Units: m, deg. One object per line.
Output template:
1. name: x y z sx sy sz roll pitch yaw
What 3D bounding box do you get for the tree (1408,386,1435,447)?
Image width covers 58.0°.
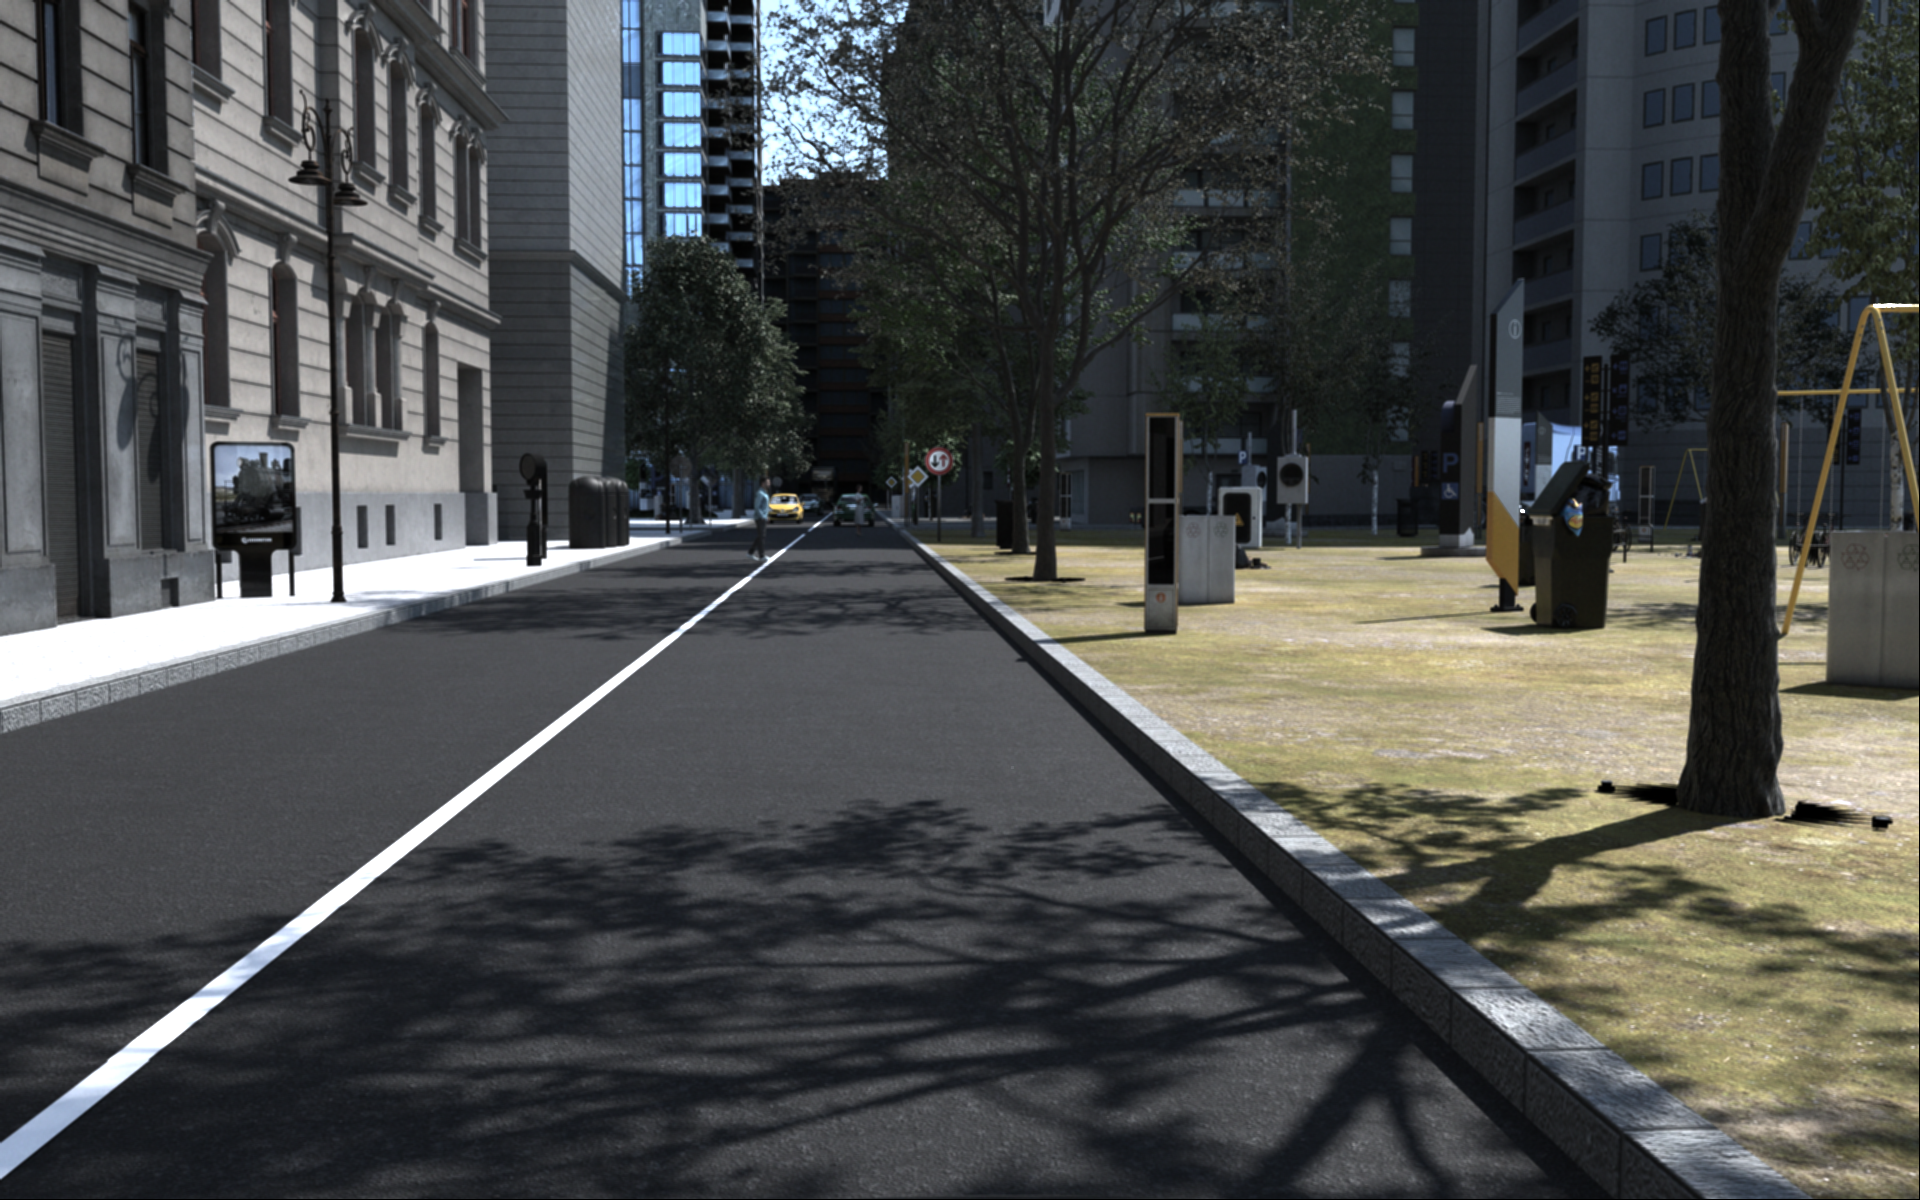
1. tree: 20.764 -8.238 85.049 4.737 8.622 4.395 0 3 0

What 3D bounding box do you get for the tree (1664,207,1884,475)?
1. tree: 18.868 -5.595 41.841 4.360 8.622 3.978 0 3 0

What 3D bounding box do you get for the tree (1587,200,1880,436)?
1. tree: 24.428 -7.333 54.308 8.767 10.594 7.601 0 3 0

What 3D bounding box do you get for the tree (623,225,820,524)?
1. tree: -11.506 -9.602 74.005 9.611 12.733 9.660 0 3 0

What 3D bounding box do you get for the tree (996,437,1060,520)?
1. tree: 3.206 -6.279 86.367 4.285 4.588 4.351 0 3 0

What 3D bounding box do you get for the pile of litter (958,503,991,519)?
1. pile of litter: 0.778 -4.672 90.360 1.719 0.858 1.176 0 4 5

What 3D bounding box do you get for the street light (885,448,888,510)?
1. street light: -6.074 -10.402 142.865 0.468 5.910 1.993 0 4 -3

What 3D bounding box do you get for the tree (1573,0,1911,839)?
1. tree: 3.319 -4.950 6.684 9.928 11.665 9.643 0 3 0

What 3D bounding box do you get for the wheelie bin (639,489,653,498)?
1. wheelie bin: -21.038 -6.604 115.887 0.980 1.594 0.693 1 4 9

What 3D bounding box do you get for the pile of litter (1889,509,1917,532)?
1. pile of litter: 27.154 -2.188 49.731 1.176 0.858 1.719 -1 4 -21

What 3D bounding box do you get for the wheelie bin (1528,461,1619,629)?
1. wheelie bin: 5.926 -0.541 16.760 0.693 1.594 0.980 0 4 -2

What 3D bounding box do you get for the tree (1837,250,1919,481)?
1. tree: 24.452 -5.596 41.860 4.360 8.622 3.978 0 3 0

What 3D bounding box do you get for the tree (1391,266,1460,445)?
1. tree: 13.406 -6.398 54.963 4.360 8.622 3.978 0 3 0

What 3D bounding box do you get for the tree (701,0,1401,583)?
1. tree: 1.376 -7.027 25.257 12.009 13.543 11.850 0 3 0

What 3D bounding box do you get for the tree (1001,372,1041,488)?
1. tree: 4.640 -9.003 97.559 4.360 8.622 3.978 0 3 0

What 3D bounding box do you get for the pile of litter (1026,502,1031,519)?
1. pile of litter: 3.277 -4.693 90.689 1.719 0.858 1.176 -3 5 -40

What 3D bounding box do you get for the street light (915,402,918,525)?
1. street light: -1.797 -6.025 71.302 0.468 5.910 1.993 0 4 -3

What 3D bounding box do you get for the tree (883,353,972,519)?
1. tree: -1.280 -8.423 88.080 4.737 8.622 4.395 0 3 0

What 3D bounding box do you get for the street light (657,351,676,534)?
1. street light: -9.468 -5.088 55.973 0.468 5.910 1.993 0 4 -3

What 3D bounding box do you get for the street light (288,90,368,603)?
1. street light: -7.382 -2.912 20.392 0.468 5.910 1.993 0 4 -3

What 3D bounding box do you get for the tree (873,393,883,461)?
1. tree: -2.504 -8.928 96.341 4.737 8.622 4.395 0 3 0

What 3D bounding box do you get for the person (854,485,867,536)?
1. person: -3.403 -3.108 59.892 0.524 1.755 0.480 1 4 18

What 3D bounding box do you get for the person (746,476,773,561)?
1. person: -4.334 -1.764 37.360 0.620 1.820 0.660 0 4 -2

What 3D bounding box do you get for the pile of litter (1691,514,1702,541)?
1. pile of litter: 20.705 -2.049 47.463 1.176 0.858 1.719 -1 4 -9

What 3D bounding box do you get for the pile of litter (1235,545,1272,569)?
1. pile of litter: 4.632 -0.998 30.276 1.176 0.858 1.719 -2 4 -34

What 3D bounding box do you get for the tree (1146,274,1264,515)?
1. tree: 8.376 -6.607 58.389 4.737 8.622 4.395 0 3 0

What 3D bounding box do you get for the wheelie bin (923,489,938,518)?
1. wheelie bin: -1.587 -5.268 94.040 0.693 1.594 0.980 1 4 16

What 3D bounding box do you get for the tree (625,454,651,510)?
1. tree: -26.313 -9.570 140.181 4.285 4.588 4.351 0 3 0

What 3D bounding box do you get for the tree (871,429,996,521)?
1. tree: -1.328 -6.029 82.293 4.285 4.588 4.351 0 3 0

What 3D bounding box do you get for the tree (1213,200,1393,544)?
1. tree: 8.678 -5.744 44.271 4.360 8.622 3.978 0 3 0

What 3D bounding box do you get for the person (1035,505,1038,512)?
1. person: 3.225 -3.495 66.226 0.593 1.750 0.643 2 4 35

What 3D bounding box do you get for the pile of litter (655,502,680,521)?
1. pile of litter: -14.358 -4.305 84.347 1.719 0.858 1.176 1 4 12

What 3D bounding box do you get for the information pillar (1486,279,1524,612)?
1. information pillar: 5.925 -1.679 18.813 0.504 3.616 0.183 -3 4 -36

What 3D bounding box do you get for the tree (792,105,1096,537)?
1. tree: 0.103 -8.149 51.358 7.486 12.596 7.792 0 3 0

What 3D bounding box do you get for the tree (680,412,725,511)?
1. tree: -17.131 -10.190 116.973 4.737 8.622 4.395 0 3 0

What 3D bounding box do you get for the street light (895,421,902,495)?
1. street light: -3.827 -8.229 107.333 0.468 5.910 1.993 0 4 -3

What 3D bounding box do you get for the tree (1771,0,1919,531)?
1. tree: 11.591 -4.320 20.997 4.737 8.622 4.395 0 3 0

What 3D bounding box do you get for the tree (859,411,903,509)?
1. tree: -6.569 -12.333 152.008 4.360 8.622 3.978 0 3 0

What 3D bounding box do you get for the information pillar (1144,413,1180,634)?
1. information pillar: 1.857 -0.699 15.926 0.304 2.012 0.304 1 4 8

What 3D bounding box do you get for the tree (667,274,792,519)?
1. tree: -11.697 -10.490 89.633 7.486 12.596 7.792 0 3 0

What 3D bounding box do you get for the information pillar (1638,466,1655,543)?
1. information pillar: 18.041 -2.510 45.523 0.304 2.012 0.304 3 4 38
